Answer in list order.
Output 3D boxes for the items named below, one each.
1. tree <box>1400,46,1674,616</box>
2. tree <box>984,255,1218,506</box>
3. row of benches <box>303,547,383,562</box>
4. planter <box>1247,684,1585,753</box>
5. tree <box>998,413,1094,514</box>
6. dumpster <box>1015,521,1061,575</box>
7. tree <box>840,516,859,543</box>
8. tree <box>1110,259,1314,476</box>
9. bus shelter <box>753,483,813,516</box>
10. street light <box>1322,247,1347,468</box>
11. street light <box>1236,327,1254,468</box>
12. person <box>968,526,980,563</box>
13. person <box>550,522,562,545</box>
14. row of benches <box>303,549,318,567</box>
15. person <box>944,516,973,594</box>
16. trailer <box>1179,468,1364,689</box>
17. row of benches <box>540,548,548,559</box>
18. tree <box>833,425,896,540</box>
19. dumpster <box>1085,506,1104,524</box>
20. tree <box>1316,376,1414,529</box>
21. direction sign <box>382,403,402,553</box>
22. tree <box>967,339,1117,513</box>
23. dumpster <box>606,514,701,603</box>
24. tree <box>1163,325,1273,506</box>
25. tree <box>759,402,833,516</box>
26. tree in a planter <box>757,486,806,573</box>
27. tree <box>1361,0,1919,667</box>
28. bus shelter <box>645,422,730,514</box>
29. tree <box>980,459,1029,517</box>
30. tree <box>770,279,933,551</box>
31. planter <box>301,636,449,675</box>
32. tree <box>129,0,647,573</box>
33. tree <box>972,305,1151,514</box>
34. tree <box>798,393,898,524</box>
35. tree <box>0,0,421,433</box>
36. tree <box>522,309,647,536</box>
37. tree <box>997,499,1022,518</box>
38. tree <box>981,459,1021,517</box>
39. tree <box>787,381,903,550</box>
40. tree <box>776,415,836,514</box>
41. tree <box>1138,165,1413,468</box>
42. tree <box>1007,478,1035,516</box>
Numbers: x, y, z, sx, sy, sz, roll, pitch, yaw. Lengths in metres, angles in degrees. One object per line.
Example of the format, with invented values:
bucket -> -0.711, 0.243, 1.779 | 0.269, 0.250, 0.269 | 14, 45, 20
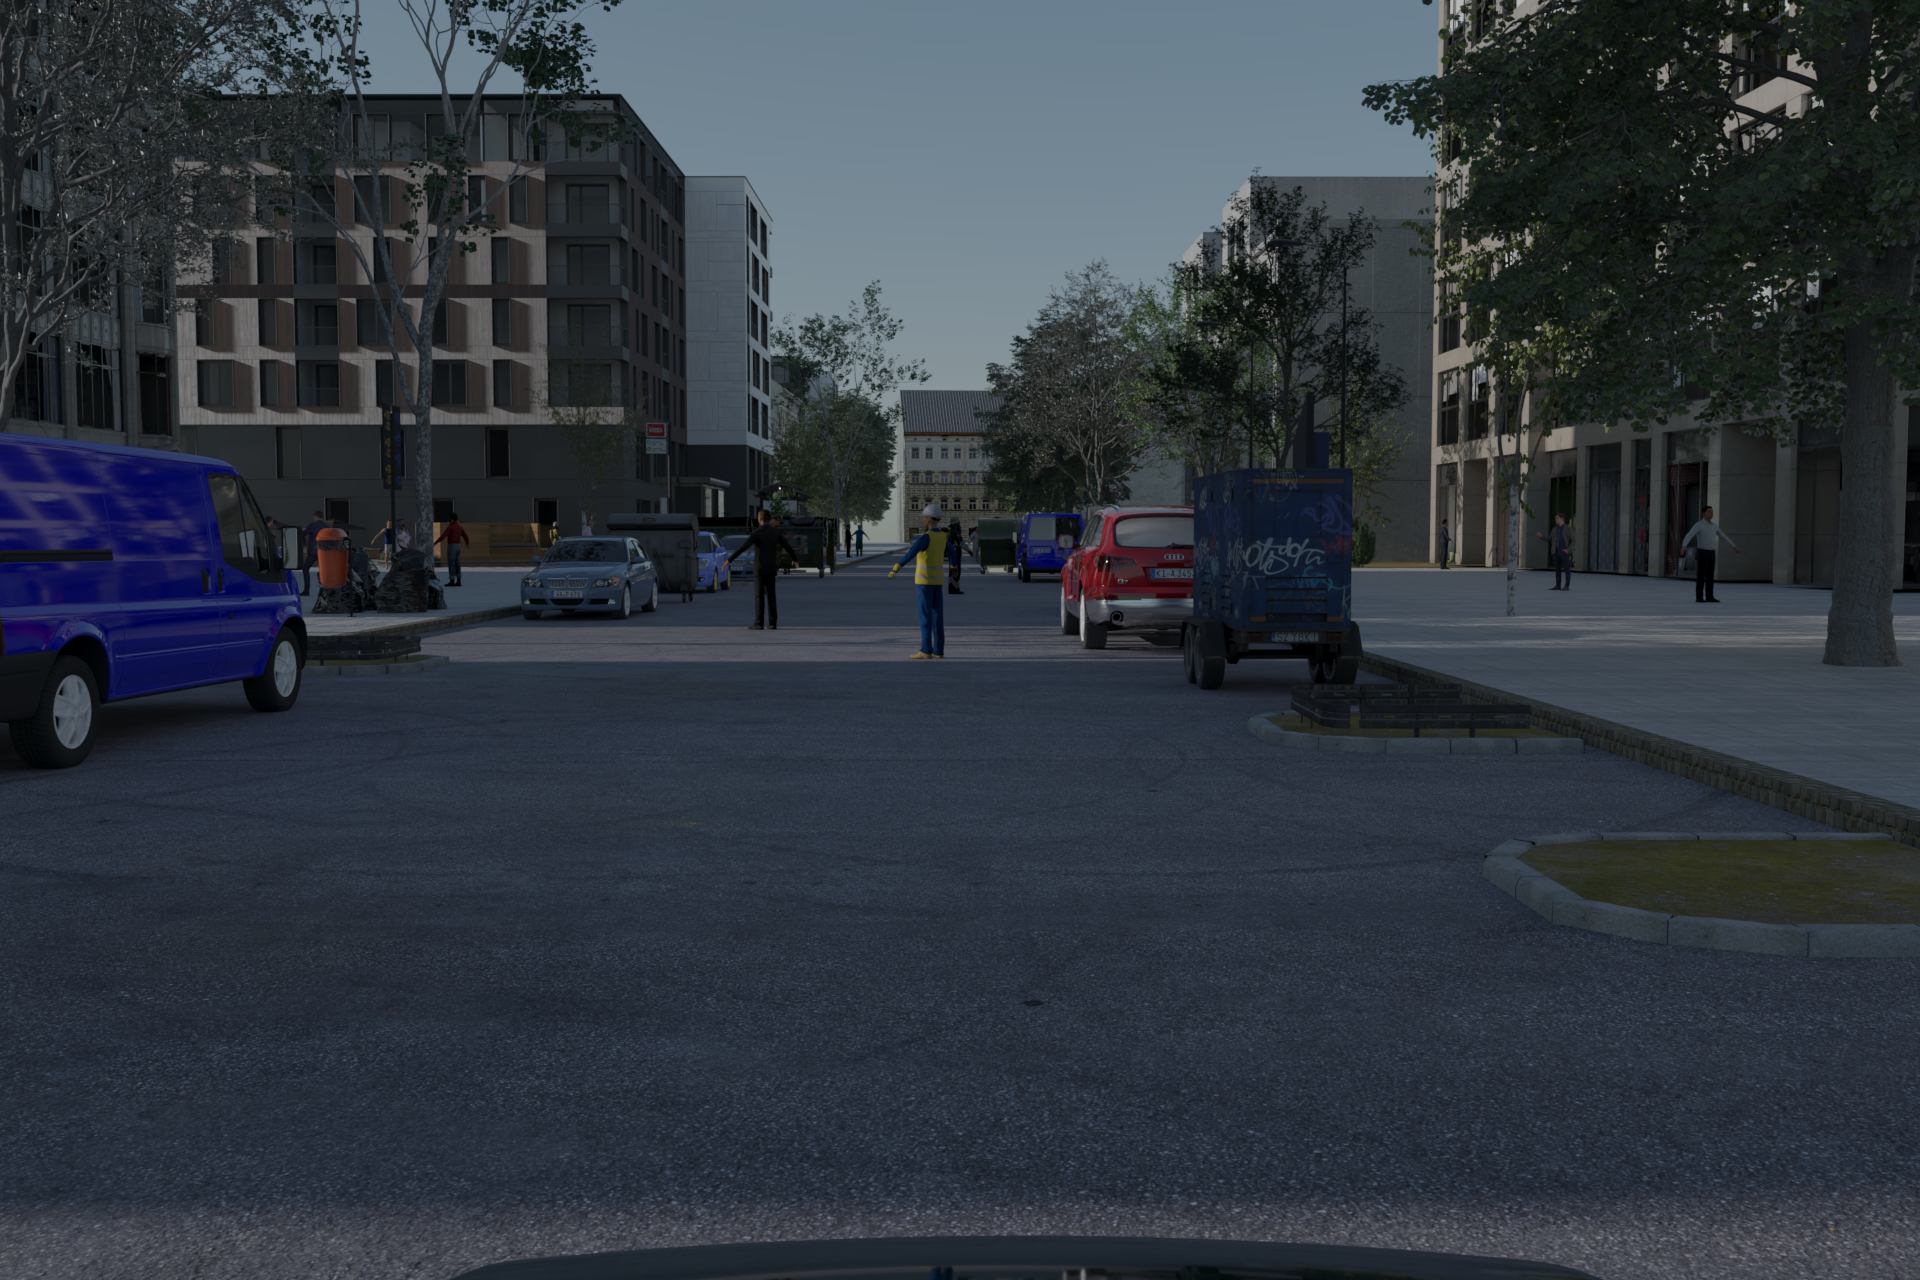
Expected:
tree -> 8.915, -4.687, 26.996 | 4.737, 8.622, 4.395 | 0, 3, 0
tree -> 6.179, -10.207, 77.248 | 12.009, 13.543, 11.850 | 0, 3, 0
row of benches -> -28.788, -3.950, 80.041 | 4.104, 0.672, 1.422 | 0, 4, 1
planter -> 3.097, 0.540, 12.308 | 1.991, 0.319, 1.994 | 0, 4, 1
tree -> 5.989, -12.458, 121.816 | 7.486, 12.596, 7.792 | 0, 3, 0
dumpster -> 2.775, -3.097, 58.851 | 1.865, 1.857, 1.264 | 0, 4, -1
tree -> -17.284, -21.006, 261.566 | 7.486, 12.596, 7.792 | 0, 3, 0
tree -> 9.525, -8.574, 65.938 | 9.928, 11.665, 9.643 | 0, 3, 0
bus shelter -> -7.272, -4.755, 71.661 | 2.014, 3.302, 5.546 | 0, 4, -1
street light -> 6.609, -3.357, 27.427 | 1.470, 5.913, 1.316 | 0, 3, 0
street light -> 6.918, -3.999, 37.931 | 1.470, 5.913, 1.316 | 0, 4, -1
person -> 0.818, -4.663, 84.884 | 0.705, 1.806, 1.347 | 3, 5, 43
person -> -18.687, -4.557, 80.274 | 0.705, 1.858, 1.354 | -2, 4, -34
row of benches -> -26.005, -3.276, 69.020 | 1.422, 0.672, 4.104 | -1, 4, -17
person -> -0.101, -2.019, 41.240 | 0.705, 1.856, 1.354 | -2, 4, -28
trailer -> 2.884, -0.609, 17.009 | 1.471, 1.999, 3.904 | 0, 4, -1
row of benches -> -17.514, -3.780, 77.274 | 4.104, 0.672, 1.422 | -1, 4, -19
tree -> -9.824, -15.205, 166.736 | 7.486, 12.596, 7.792 | 0, 3, 0
dumpster -> 2.858, -1.140, 26.859 | 1.865, 1.857, 1.264 | 0, 4, -1
tree -> 17.301, -7.653, 75.490 | 4.737, 8.622, 4.395 | 0, 3, 0
direction sign -> -9.970, -2.352, 30.460 | 0.379, 3.537, 0.876 | 0, 4, 0
tree -> 5.643, -12.059, 107.532 | 12.009, 13.543, 11.850 | 0, 3, 0
dumpster -> -6.424, -1.717, 36.293 | 1.865, 1.857, 1.264 | 0, 4, 0
tree -> 8.444, -6.595, 58.192 | 4.360, 8.622, 3.978 | 0, 3, 0
tree -> -9.363, -8.953, 96.744 | 4.737, 8.622, 4.395 | 0, 3, 0
tree in a planter -> -6.772, -4.116, 64.521 | 1.991, 3.239, 1.994 | 0, 4, 0
tree -> 8.777, -6.730, 16.695 | 9.857, 13.997, 8.962 | 0, 3, 0
bus shelter -> -10.220, -5.335, 64.864 | 2.179, 5.291, 8.768 | 0, 4, -1
tree -> 5.342, -13.269, 151.352 | 8.767, 10.594, 7.601 | 2, 4, 33
tree -> -8.619, -16.747, 129.707 | 12.611, 20.169, 13.585 | 0, 3, 0
planter -> -6.608, 0.159, 18.541 | 1.991, 0.319, 1.994 | 0, 4, 0
tree -> -12.913, -11.272, 40.189 | 12.611, 20.169, 13.585 | 0, 3, 0
tree -> 5.776, -11.417, 93.326 | 9.857, 13.997, 8.962 | 0, 3, 0
tree -> -10.207, -15.190, 155.009 | 9.857, 13.997, 8.962 | 0, 3, 0
tree -> -12.356, -6.831, 22.061 | 12.009, 13.543, 11.850 | 0, 3, 0
tree -> -12.813, -6.568, 57.756 | 4.360, 8.622, 3.978 | 0, 3, 0
tree -> 5.490, -13.356, 168.735 | 4.737, 8.622, 4.395 | 0, 3, 0
tree -> 5.682, -13.877, 161.303 | 8.767, 10.594, 7.601 | 1, 4, 15
tree -> -9.616, -14.490, 143.563 | 9.857, 13.997, 8.962 | 0, 3, 0
tree -> -9.901, -9.608, 107.460 | 4.360, 8.622, 3.978 | 0, 3, 0
tree -> 8.099, -6.752, 44.802 | 7.601, 10.594, 8.767 | -1, 4, -18
tree -> 5.061, -11.542, 139.081 | 4.360, 8.622, 3.978 | 0, 3, 0
